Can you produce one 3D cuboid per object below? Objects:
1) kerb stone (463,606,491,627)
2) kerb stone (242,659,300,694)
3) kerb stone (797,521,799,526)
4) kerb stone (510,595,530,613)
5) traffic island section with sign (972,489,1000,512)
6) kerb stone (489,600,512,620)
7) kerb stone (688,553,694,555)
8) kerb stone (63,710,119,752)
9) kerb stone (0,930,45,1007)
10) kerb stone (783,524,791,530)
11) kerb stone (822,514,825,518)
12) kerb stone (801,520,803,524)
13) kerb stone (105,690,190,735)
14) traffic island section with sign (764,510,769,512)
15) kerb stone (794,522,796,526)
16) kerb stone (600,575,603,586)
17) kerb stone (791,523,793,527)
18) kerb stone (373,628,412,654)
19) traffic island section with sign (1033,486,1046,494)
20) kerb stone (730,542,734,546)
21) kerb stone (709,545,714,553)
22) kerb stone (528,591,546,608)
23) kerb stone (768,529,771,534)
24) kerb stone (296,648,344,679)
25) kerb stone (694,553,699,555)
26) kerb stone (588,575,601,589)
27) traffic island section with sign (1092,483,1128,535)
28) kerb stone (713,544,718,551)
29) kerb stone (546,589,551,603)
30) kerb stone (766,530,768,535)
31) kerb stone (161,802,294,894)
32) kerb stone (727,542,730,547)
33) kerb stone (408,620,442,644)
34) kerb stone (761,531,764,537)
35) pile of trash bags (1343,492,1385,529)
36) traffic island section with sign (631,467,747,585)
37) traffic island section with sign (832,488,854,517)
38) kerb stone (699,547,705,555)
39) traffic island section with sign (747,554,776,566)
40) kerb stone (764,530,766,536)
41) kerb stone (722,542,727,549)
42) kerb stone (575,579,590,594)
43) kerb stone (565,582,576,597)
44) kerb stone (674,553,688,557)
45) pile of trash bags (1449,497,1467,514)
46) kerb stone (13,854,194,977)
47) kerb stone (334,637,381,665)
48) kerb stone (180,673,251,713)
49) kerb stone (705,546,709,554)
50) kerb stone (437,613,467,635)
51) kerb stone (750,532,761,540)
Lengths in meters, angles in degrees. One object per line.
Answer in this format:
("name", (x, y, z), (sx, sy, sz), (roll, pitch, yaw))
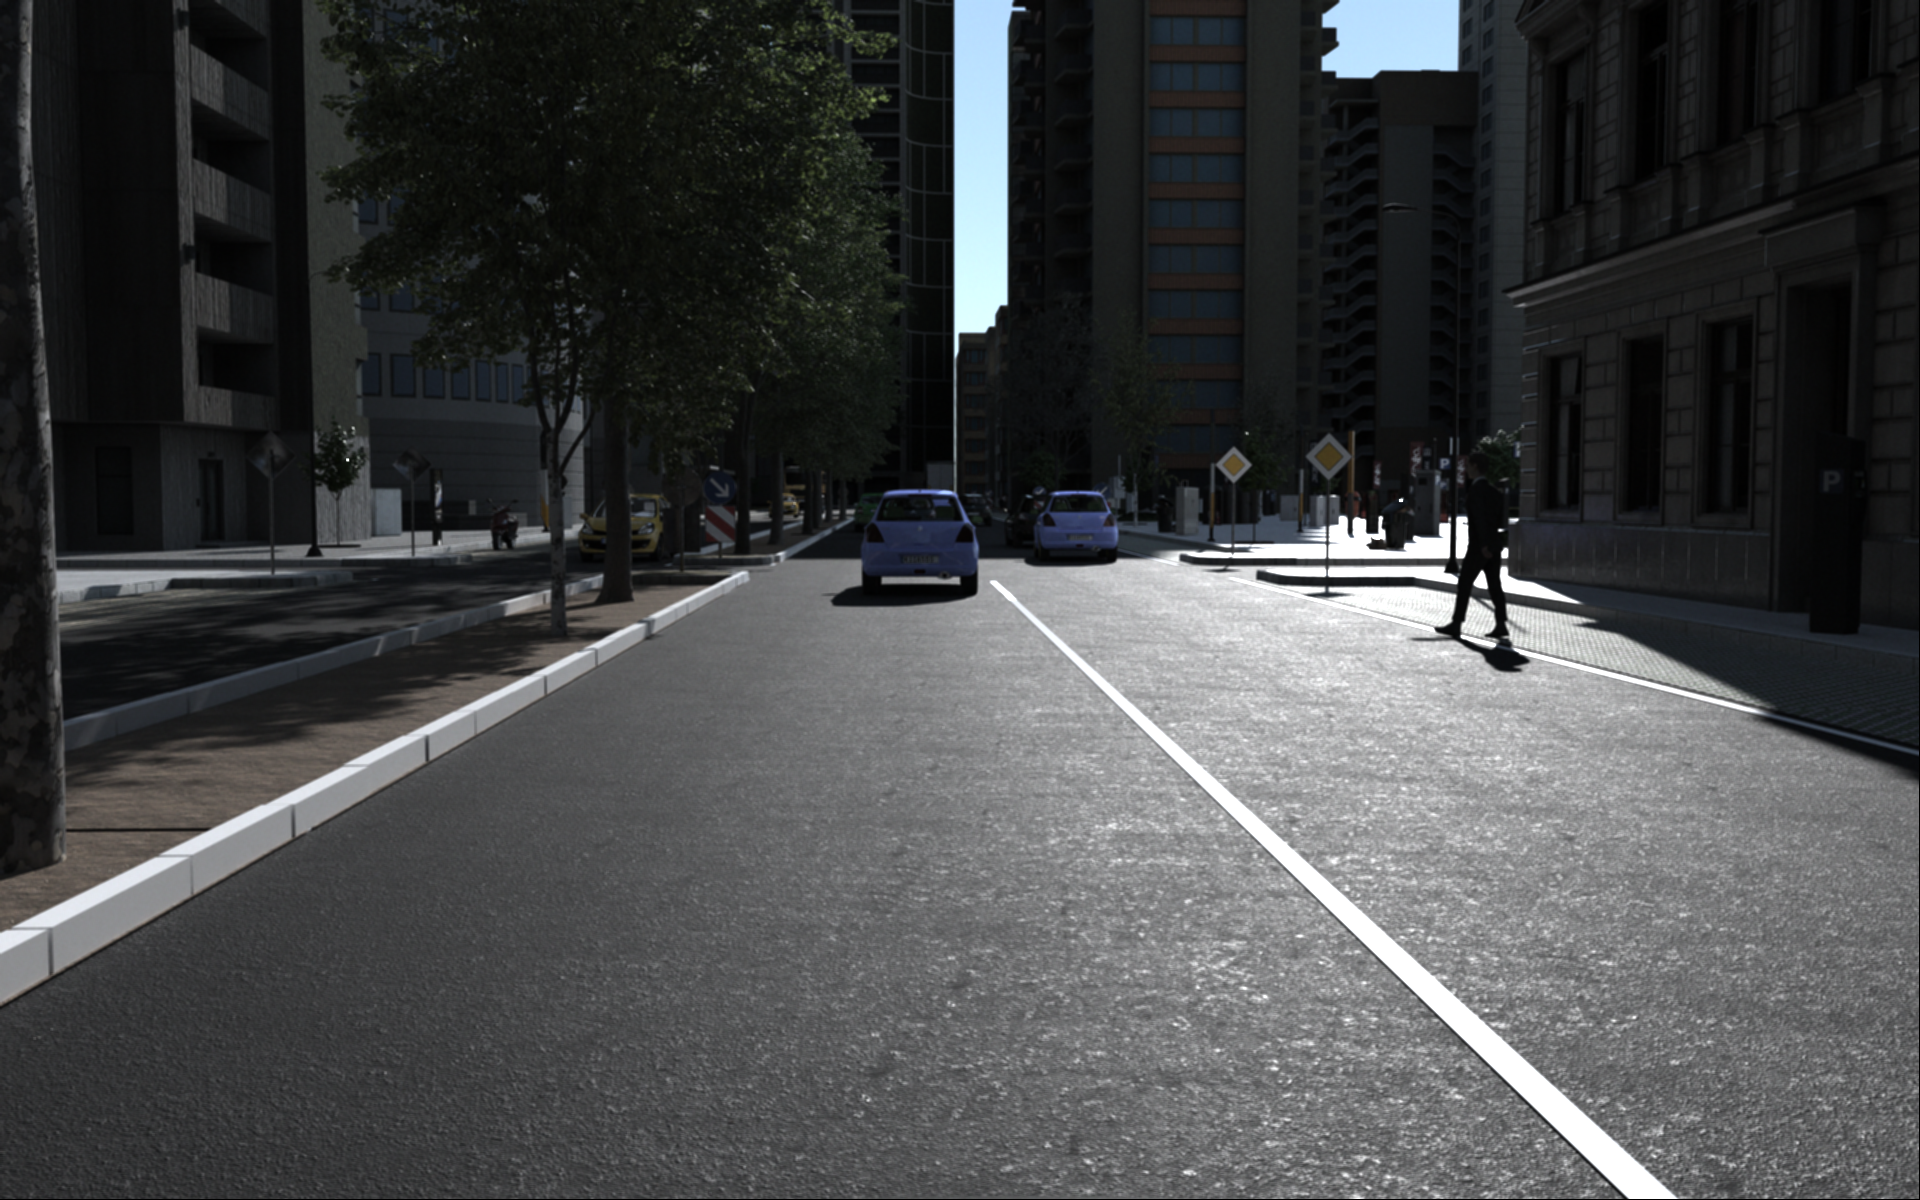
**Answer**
("kerb stone", (-5.327, 0.202, 18.892), (0.120, 0.150, 1.000), (0, 4, -2))
("kerb stone", (-5.114, 0.578, 12.754), (0.120, 0.150, 1.000), (0, 4, -2))
("kerb stone", (-7.354, -3.338, 76.770), (0.120, 0.150, 1.000), (0, 4, -2))
("kerb stone", (-5.403, 0.076, 20.953), (0.120, 0.150, 1.000), (0, 4, -2))
("traffic island section with sign", (2.164, -7.915, 138.030), (1.989, 1.847, 2.006), (0, 4, -2))
("kerb stone", (-5.360, 0.139, 19.918), (0.120, 0.150, 1.000), (0, 4, -2))
("kerb stone", (-5.996, -0.948, 37.867), (0.120, 0.150, 1.000), (0, 4, -2))
("kerb stone", (-5.006, 0.765, 9.683), (0.120, 0.150, 1.000), (0, 4, -2))
("kerb stone", (-2.734, 1.078, 4.613), (0.120, 0.150, 1.000), (0, 4, -2))
("kerb stone", (-7.175, -3.024, 71.644), (0.120, 0.150, 1.000), (0, 4, -2))
("kerb stone", (-8.500, -5.345, 109.582), (0.120, 0.150, 1.000), (0, 4, -2))
("kerb stone", (-7.459, -3.526, 79.838), (0.120, 0.150, 1.000), (0, 4, -2))
("kerb stone", (-5.046, 0.702, 10.711), (0.120, 0.150, 1.000), (0, 4, -2))
("traffic island section with sign", (-14.496, -7.871, 137.319), (1.989, 1.847, 2.006), (0, 4, -2))
("kerb stone", (-7.286, -3.212, 74.709), (0.120, 0.150, 1.000), (0, 4, -2))
("kerb stone", (-5.617, -0.300, 27.101), (0.120, 0.150, 1.000), (0, 4, -2))
("kerb stone", (-7.212, -3.087, 72.665), (0.120, 0.150, 1.000), (0, 4, -2))
("kerb stone", (-5.229, 0.390, 15.827), (0.120, 0.150, 1.000), (0, 4, -2))
("traffic island section with sign", (3.896, -4.875, 88.326), (1.989, 1.847, 2.006), (0, 4, -2))
("kerb stone", (-6.308, -1.517, 47.080), (0.120, 0.150, 1.000), (0, 4, -2))
("kerb stone", (-6.133, -1.206, 41.966), (0.120, 0.150, 1.000), (0, 4, -2))
("kerb stone", (-5.443, 0.014, 21.974), (0.120, 0.150, 1.000), (0, 4, -2))
("kerb stone", (-6.781, -2.336, 60.388), (0.120, 0.150, 1.000), (0, 4, -2))
("kerb stone", (-5.148, 0.520, 13.783), (0.120, 0.150, 1.000), (0, 4, -2))
("kerb stone", (-6.029, -1.017, 38.898), (0.120, 0.150, 1.000), (0, 4, -2))
("kerb stone", (-5.585, -0.237, 26.077), (0.120, 0.150, 1.000), (0, 4, -2))
("traffic island section with sign", (4.832, -3.227, 61.387), (1.989, 1.847, 2.006), (0, 4, -2))
("kerb stone", (-6.173, -1.272, 42.987), (0.120, 0.150, 1.000), (0, 4, -2))
("kerb stone", (-5.462, -0.046, 22.997), (0.120, 0.150, 1.000), (0, 4, -2))
("kerb stone", (-6.749, -2.273, 59.358), (0.120, 0.150, 1.000), (0, 4, -2))
("kerb stone", (-2.806, 0.950, 6.657), (0.120, 0.150, 1.000), (0, 4, -2))
("kerb stone", (-6.286, -1.455, 46.052), (0.120, 0.150, 1.000), (0, 4, -2))
("kerb stone", (-5.258, 0.328, 16.849), (0.120, 0.150, 1.000), (0, 4, -2))
("kerb stone", (-6.680, -2.147, 57.302), (0.120, 0.150, 1.000), (0, 4, -2))
("pile of trash bags", (15.736, -3.271, 63.238), (3.447, 1.369, 1.912), (1, 4, 21))
("traffic island section with sign", (-4.597, -1.220, 28.086), (2.006, 1.907, 1.989), (0, 4, -2))
("traffic island section with sign", (-7.481, -6.266, 110.582), (2.006, 1.907, 1.989), (0, 4, -2))
("kerb stone", (-6.065, -1.084, 39.920), (0.120, 0.150, 1.000), (0, 4, -2))
("traffic island section with sign", (-4.846, -1.673, 35.489), (2.006, 1.907, 1.989), (0, 4, -2))
("kerb stone", (-6.713, -2.205, 58.330), (0.120, 0.150, 1.000), (0, 4, -2))
("kerb stone", (-6.241, -1.393, 45.031), (0.120, 0.150, 1.000), (0, 4, -2))
("kerb stone", (-5.547, -0.175, 25.056), (0.120, 0.150, 1.000), (0, 4, -2))
("kerb stone", (-5.510, -0.110, 24.022), (0.120, 0.150, 1.000), (0, 4, -2))
("kerb stone", (-5.964, -0.895, 36.834), (0.120, 0.150, 1.000), (0, 4, -2))
("pile of trash bags", (31.982, -6.164, 110.535), (1.912, 1.369, 3.447), (3, 5, 40))
("kerb stone", (-2.768, 1.015, 5.634), (0.120, 0.150, 1.000), (0, 4, -2))
("kerb stone", (-5.187, 0.452, 14.804), (0.120, 0.150, 1.000), (0, 4, -2))
("kerb stone", (-5.072, 0.640, 11.733), (0.120, 0.150, 1.000), (0, 4, -2))
("kerb stone", (-6.102, -1.147, 40.942), (0.120, 0.150, 1.000), (0, 4, -2))
("kerb stone", (-5.295, 0.265, 17.870), (0.120, 0.150, 1.000), (0, 4, -2))
("kerb stone", (-6.637, -2.077, 56.276), (0.120, 0.150, 1.000), (0, 4, -2))
